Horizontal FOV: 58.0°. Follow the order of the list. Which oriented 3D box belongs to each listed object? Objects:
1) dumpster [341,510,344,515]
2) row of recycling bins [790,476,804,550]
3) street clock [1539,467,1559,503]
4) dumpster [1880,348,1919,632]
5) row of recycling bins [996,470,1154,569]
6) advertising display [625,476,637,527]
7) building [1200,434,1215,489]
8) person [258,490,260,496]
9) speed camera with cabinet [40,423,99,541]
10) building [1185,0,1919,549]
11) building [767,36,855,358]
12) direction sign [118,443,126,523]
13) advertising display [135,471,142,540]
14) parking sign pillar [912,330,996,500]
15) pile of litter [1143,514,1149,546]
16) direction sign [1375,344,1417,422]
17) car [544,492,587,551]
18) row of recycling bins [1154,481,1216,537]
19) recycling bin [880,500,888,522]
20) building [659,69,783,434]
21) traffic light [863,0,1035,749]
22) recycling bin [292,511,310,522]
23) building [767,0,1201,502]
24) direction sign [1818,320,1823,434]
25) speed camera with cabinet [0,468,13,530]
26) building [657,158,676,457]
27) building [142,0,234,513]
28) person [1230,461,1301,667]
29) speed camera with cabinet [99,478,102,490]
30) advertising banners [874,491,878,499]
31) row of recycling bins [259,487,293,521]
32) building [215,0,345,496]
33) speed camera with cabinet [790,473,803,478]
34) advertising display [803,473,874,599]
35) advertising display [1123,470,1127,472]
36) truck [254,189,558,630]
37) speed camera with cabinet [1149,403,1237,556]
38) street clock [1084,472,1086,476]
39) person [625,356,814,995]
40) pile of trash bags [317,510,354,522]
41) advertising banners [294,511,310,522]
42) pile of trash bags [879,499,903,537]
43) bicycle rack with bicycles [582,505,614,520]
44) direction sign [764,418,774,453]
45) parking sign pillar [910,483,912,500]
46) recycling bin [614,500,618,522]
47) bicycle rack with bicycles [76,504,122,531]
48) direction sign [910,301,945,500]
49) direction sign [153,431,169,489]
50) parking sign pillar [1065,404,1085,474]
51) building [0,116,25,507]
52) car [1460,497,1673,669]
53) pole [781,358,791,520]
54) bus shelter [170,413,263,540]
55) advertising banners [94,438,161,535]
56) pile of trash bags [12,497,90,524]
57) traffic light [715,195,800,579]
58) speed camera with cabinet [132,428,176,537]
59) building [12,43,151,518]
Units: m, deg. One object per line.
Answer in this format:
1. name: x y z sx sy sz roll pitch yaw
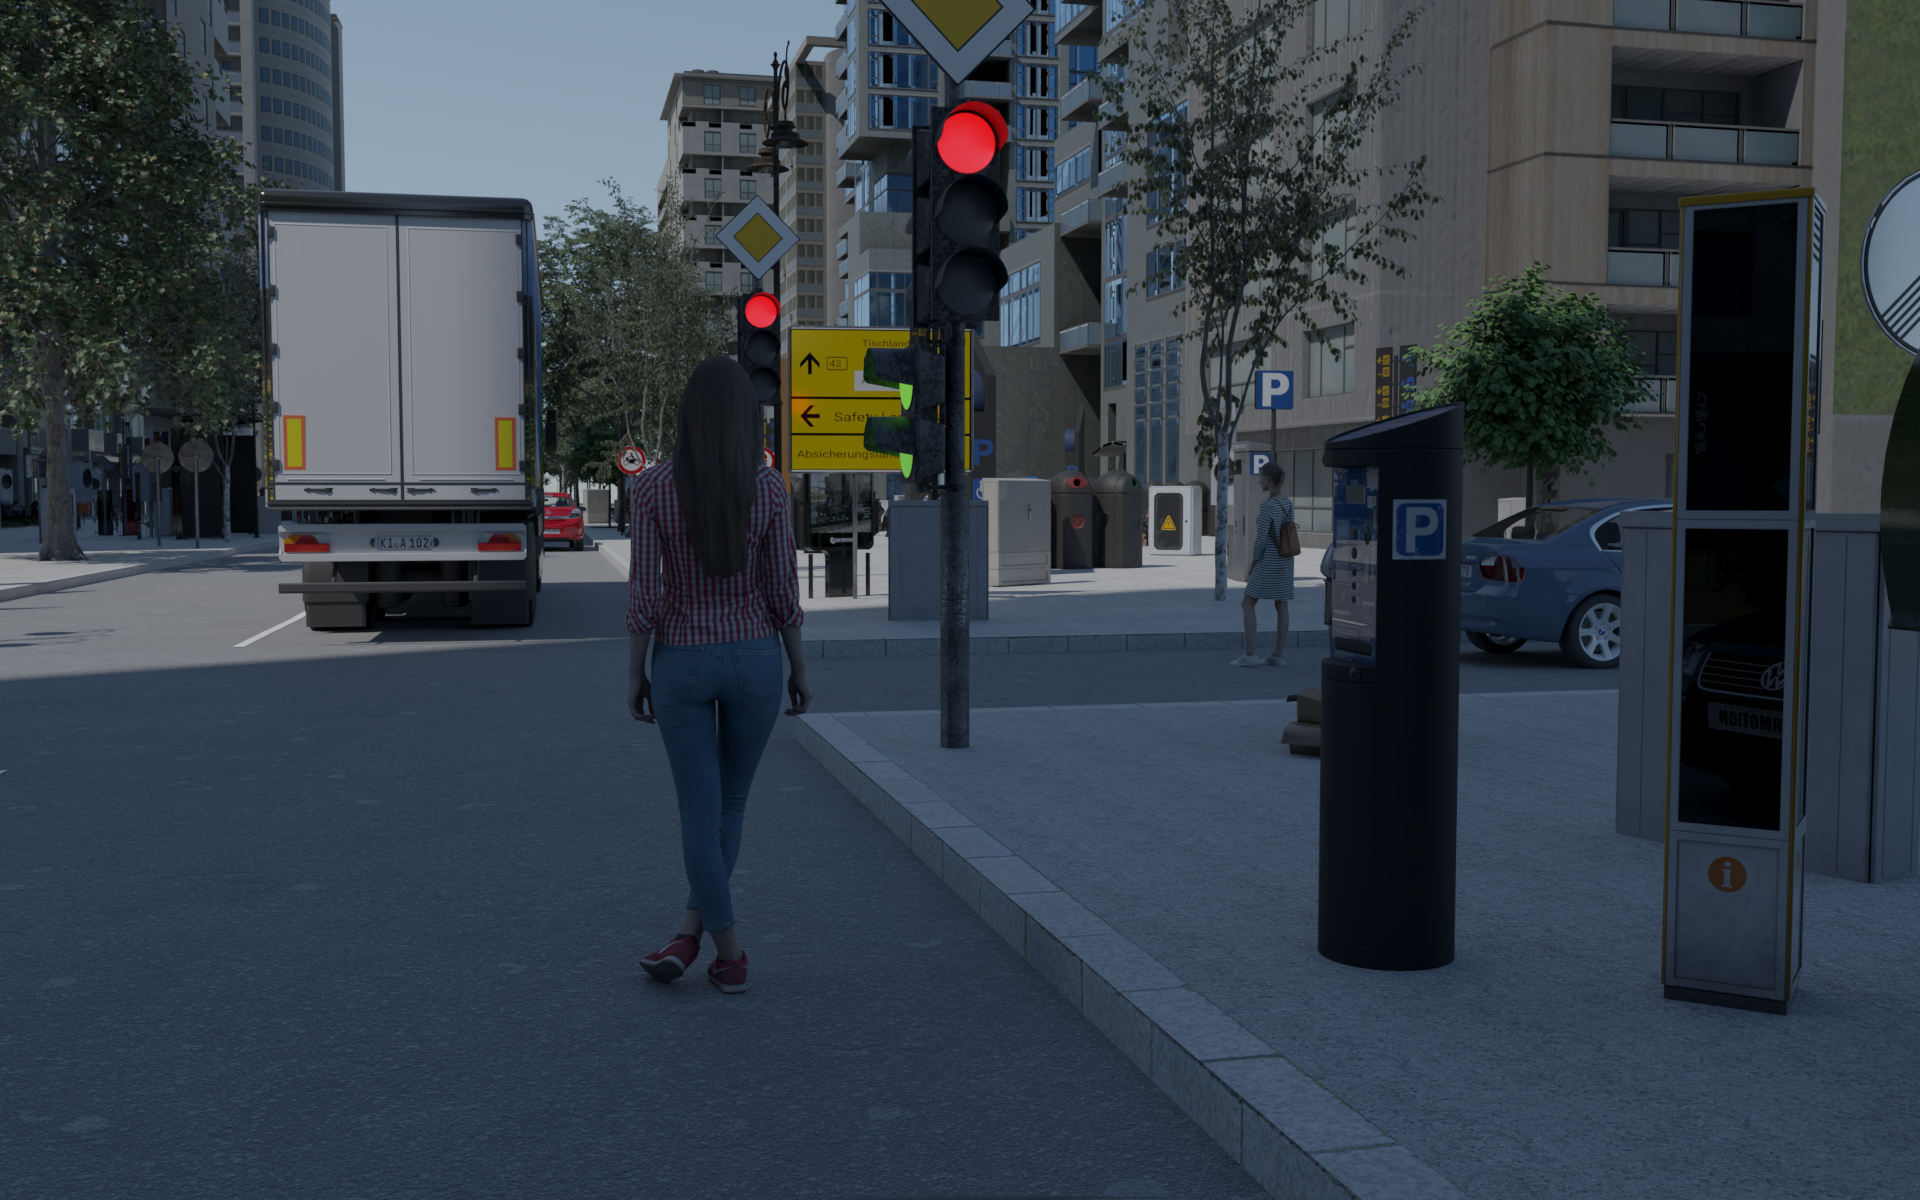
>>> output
1. dumpster: -29.886 -4.910 82.765 1.502 2.255 1.985 -1 4 -14
2. row of recycling bins: -3.792 -2.060 40.786 1.069 1.692 3.534 1 4 16
3. street clock: 11.100 -1.718 32.662 0.358 2.002 0.471 0 4 0
4. dumpster: 2.957 -0.034 3.050 1.502 2.255 1.985 -1 4 -14
5. row of recycling bins: 1.466 -1.378 29.644 3.534 1.692 1.069 -2 4 -24
6. advertising display: -11.858 -3.534 62.993 0.974 1.923 0.123 -1 4 -12
7. building: 12.929 -46.363 70.713 22.319 86.520 31.000 -1 4 -14
8. person: -65.842 -9.426 162.625 0.705 1.823 1.348 -2 4 -30
9. speed camera with cabinet: -24.714 -3.275 47.881 0.660 3.252 2.038 0 4 -3
10. building: 14.302 -21.813 40.231 14.086 41.232 14.154 -1 4 -14
11. building: -2.235 -27.712 144.973 32.217 40.220 23.993 -1 4 -14
12. direction sign: -37.545 -5.243 77.712 0.379 3.537 0.876 0 4 -6
13. advertising display: -23.238 -2.677 48.983 0.123 1.923 0.974 -2 4 -26
14. parking sign pillar: 0.180 -2.361 27.070 1.447 3.967 1.447 -1 4 -16
15. pile of litter: 4.477 -1.784 43.139 1.176 0.858 1.719 0 4 0
16. direction sign: 6.677 -2.117 26.610 0.379 3.537 0.876 -2 4 -28
17. car: -10.722 -2.185 44.761 2.155 1.783 4.494 -1 4 -15
18. row of recycling bins: 6.989 -2.832 53.413 1.069 1.692 3.534 -3 5 -42
19. recycling bin: -2.810 -3.552 70.627 0.722 1.027 0.722 -2 4 -28
20. building: -21.769 -38.333 215.977 28.713 52.752 27.495 -1 4 -14
21. traffic light: -0.045 -1.208 8.679 0.839 4.253 0.868 -1 4 -14
22. recycling bin: -30.664 -4.177 80.842 0.722 1.027 0.722 0 4 8
23. building: -0.031 -49.124 115.852 22.319 86.520 31.000 -1 4 -14
24. direction sign: 10.806 -1.864 22.472 0.876 3.537 0.379 -1 4 -21
25. speed camera with cabinet: -34.363 -4.087 61.160 0.660 3.252 2.038 0 4 7
26. building: -30.140 -37.651 239.291 21.300 48.544 21.600 -1 4 -14
27. building: -67.692 -32.614 122.478 28.713 52.752 27.495 -1 4 -14
28. person: 2.596 -0.300 14.410 0.522 1.701 0.512 3 5 41
29. speed camera with cabinet: -39.166 -5.035 76.659 2.038 3.252 0.660 -3 5 -45
30. advertising banners: -4.233 -4.345 67.230 2.074 3.025 0.090 0 4 -5
31. row of recycling bins: -32.579 -4.677 83.589 1.069 1.692 3.534 0 4 8
32. building: -79.682 -39.606 189.564 21.231 58.520 28.212 -1 4 -14
33. speed camera with cabinet: -5.993 -4.275 64.240 0.660 3.252 2.038 0 4 2
34. advertising display: -1.500 -0.996 21.503 0.974 1.923 0.123 -3 4 -37
35. advertising display: 4.479 -2.586 47.490 0.123 1.923 0.974 1 4 10
36. truck: -6.487 -2.002 21.644 2.839 4.237 11.283 -1 4 -13
37. speed camera with cabinet: 4.942 -2.534 35.768 2.038 3.252 0.660 2 4 29
38. street clock: 3.674 -2.985 53.379 0.358 2.002 0.471 2 4 35
39. person: -0.688 0.214 5.012 0.555 1.821 0.388 -2 4 -26
40. pile of trash bags: -27.981 -4.177 78.046 1.912 1.369 3.447 -1 4 -21
41. advertising banners: -29.374 -4.938 76.919 0.090 3.025 2.074 -3 5 -42
42. pile of trash bags: -0.613 -2.550 51.445 3.447 1.369 1.912 3 5 40
43. bicycle rack with bicycles: -17.013 -4.336 84.281 2.925 0.926 2.852 -3 4 -37
44. direction sign: -5.730 -3.664 51.899 0.379 3.537 0.876 -3 4 -37
45. parking sign pillar: -1.411 -4.579 63.333 1.447 3.967 1.447 3 5 39
46. recycling bin: -15.323 -4.064 79.007 0.722 1.027 0.722 -2 4 -31
47. bicycle rack with bicycles: -30.672 -2.910 60.965 2.852 0.926 2.925 -1 4 -15
48. direction sign: -0.287 -1.704 19.862 0.379 3.537 0.876 -3 5 -41
49. direction sign: -28.911 -4.327 62.749 0.876 3.537 0.379 2 4 32
50. parking sign pillar: 3.415 -3.851 51.441 1.447 3.967 1.447 1 4 11
51. building: -49.603 -26.877 63.143 21.300 48.544 21.600 -1 4 -14
52. car: 6.275 -0.198 15.246 4.499 1.417 2.014 -1 4 -14
53. pole: -2.654 -1.972 26.079 0.158 3.312 0.155 0 3 0
54. bus shelter: -22.062 -3.703 51.823 1.731 3.624 6.357 -1 4 -14
55. advertising banners: -25.754 -3.514 53.640 2.074 3.025 0.090 0 4 -3
56. pile of trash bags: -38.762 -3.897 73.461 3.447 1.369 1.912 -2 4 -25
57. traffic light: -1.931 -1.683 16.439 0.839 4.253 0.868 -1 4 -14
58. speed camera with cabinet: -24.175 -3.547 52.335 0.660 3.252 2.038 0 4 6
59. building: -58.535 -29.079 95.049 23.786 49.044 30.456 -1 4 -14
